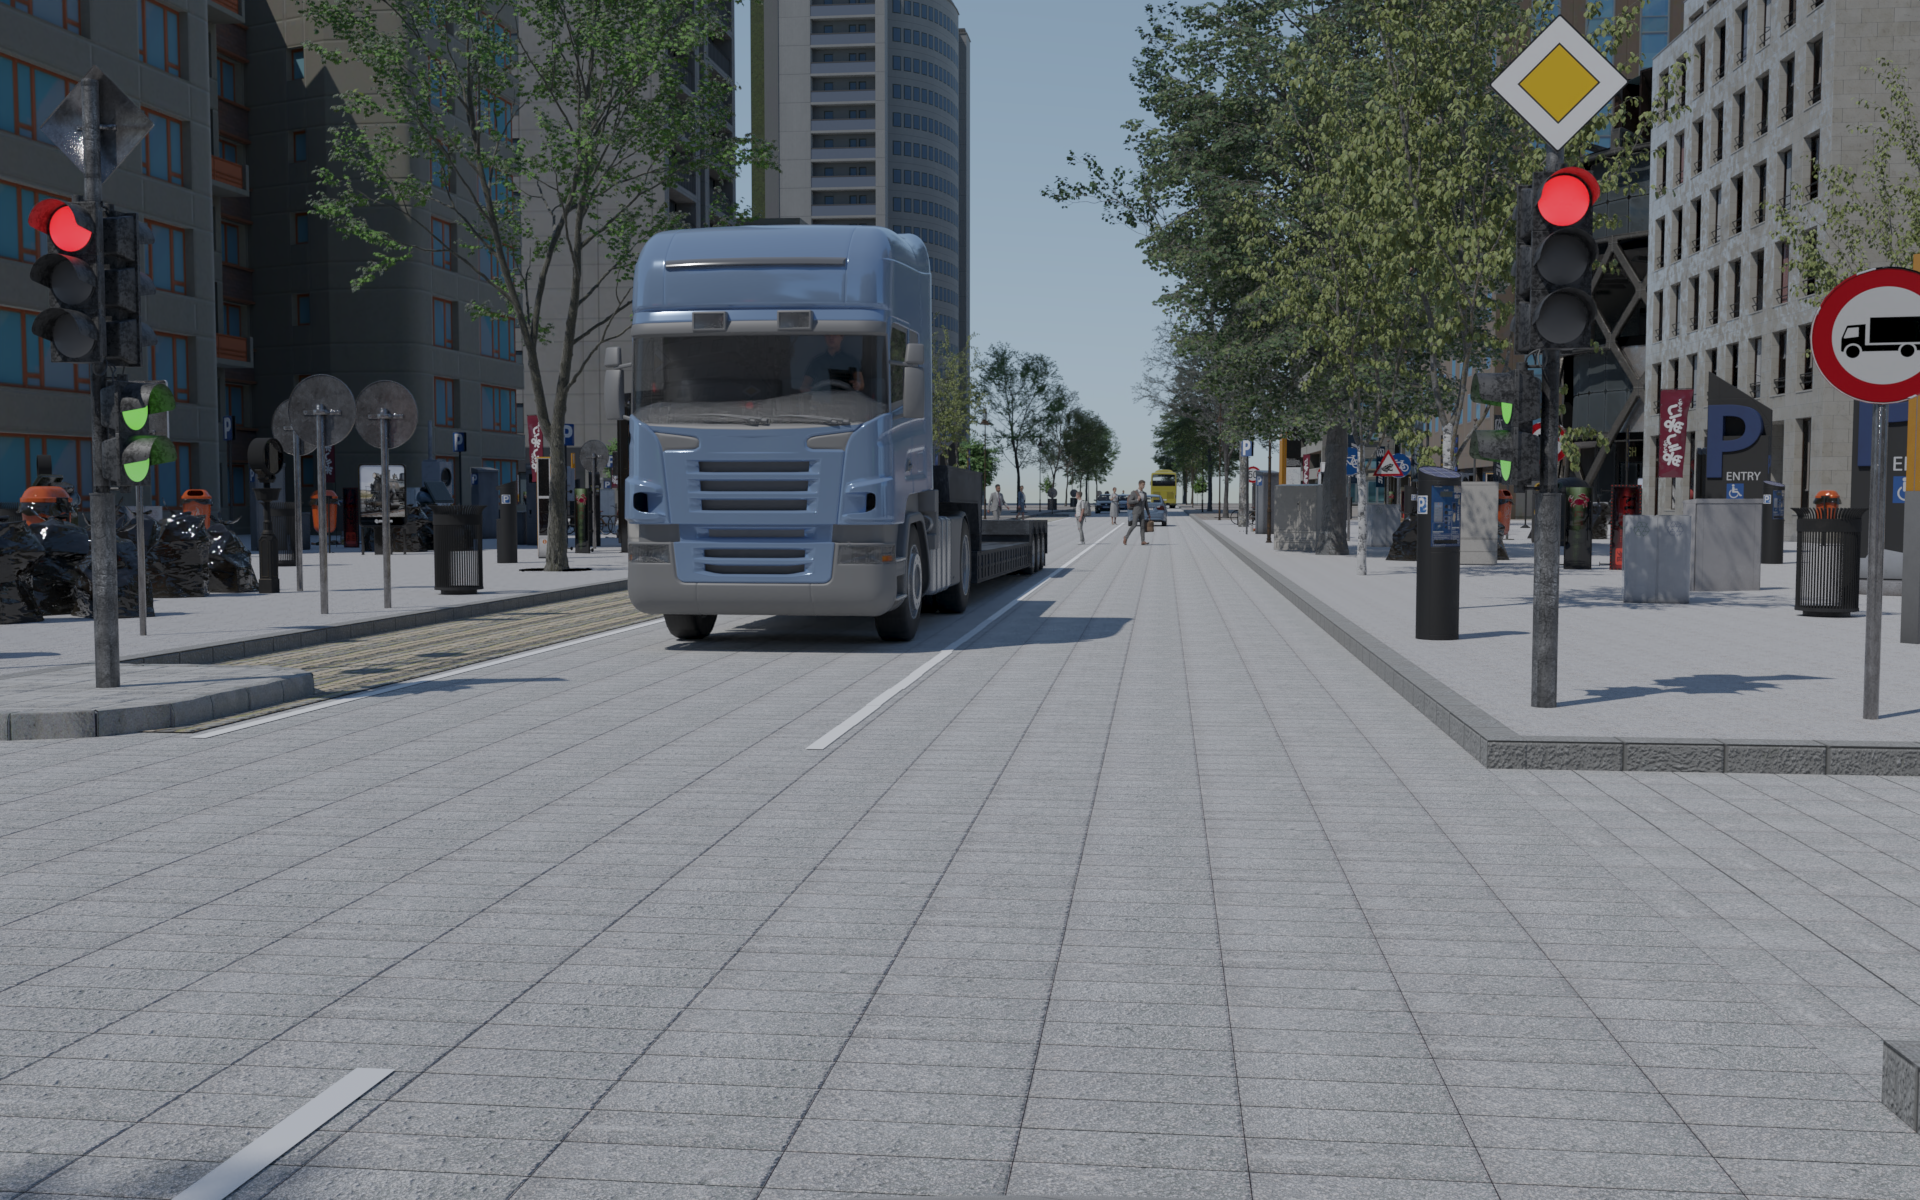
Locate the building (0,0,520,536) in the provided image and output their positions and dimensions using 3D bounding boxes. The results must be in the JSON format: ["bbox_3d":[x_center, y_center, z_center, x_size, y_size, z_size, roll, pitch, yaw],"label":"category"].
[{"bbox_3d":[-30.963,-12.459,48.750,27.650,21.520,28.899,0,4,7],"label":"building"}]

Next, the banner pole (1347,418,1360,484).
[{"bbox_3d":[11.330,-3.692,50.385,0.863,3.779,0.401,-1,4,-12],"label":"banner pole"}]

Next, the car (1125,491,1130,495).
[{"bbox_3d":[15.207,-9.166,159.650,2.009,1.686,4.222,0,4,7],"label":"car"}]

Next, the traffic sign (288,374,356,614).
[{"bbox_3d":[-6.797,-1.122,18.449,0.768,2.556,0.104,0,4,7],"label":"traffic sign"}]

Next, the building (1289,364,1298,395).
[{"bbox_3d":[51.375,-28.249,233.570,14.160,30.474,14.107,0,4,7],"label":"building"}]

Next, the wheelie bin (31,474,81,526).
[{"bbox_3d":[-14.686,-1.232,28.047,0.693,1.594,0.980,0,4,4],"label":"wheelie bin"}]

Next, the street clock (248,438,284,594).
[{"bbox_3d":[-8.948,-1.089,22.382,0.358,2.002,0.471,1,4,11],"label":"street clock"}]

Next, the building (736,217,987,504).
[{"bbox_3d":[-13.245,-32.677,226.148,32.217,40.220,23.993,0,4,7],"label":"building"}]

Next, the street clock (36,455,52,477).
[{"bbox_3d":[-16.908,-1.679,32.024,0.358,2.002,0.471,-2,4,-31],"label":"street clock"}]

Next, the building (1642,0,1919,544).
[{"bbox_3d":[28.360,-12.058,51.897,10.420,20.320,16.860,0,4,7],"label":"building"}]

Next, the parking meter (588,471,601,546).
[{"bbox_3d":[-8.986,-2.256,42.593,0.255,1.863,0.399,-1,4,-17],"label":"parking meter"}]

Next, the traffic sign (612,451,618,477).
[{"bbox_3d":[-7.996,-2.396,41.298,0.606,2.300,0.079,1,4,9],"label":"traffic sign"}]

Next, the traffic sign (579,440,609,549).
[{"bbox_3d":[-8.566,-2.471,40.512,0.768,2.556,0.104,1,4,16],"label":"traffic sign"}]

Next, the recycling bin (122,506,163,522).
[{"bbox_3d":[-17.299,-1.469,36.574,0.722,1.027,0.722,-3,4,-38],"label":"recycling bin"}]

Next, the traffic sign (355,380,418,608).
[{"bbox_3d":[-6.437,-1.180,19.406,0.768,2.556,0.104,1,4,9],"label":"traffic sign"}]

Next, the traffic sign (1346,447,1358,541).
[{"bbox_3d":[10.566,-2.870,47.027,0.768,2.556,0.104,1,4,15],"label":"traffic sign"}]

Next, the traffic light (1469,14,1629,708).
[{"bbox_3d":[3.504,-1.310,10.335,0.839,4.253,0.868,0,4,7],"label":"traffic light"}]

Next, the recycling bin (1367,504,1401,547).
[{"bbox_3d":[10.357,-1.831,42.484,0.722,1.027,0.722,0,4,-3],"label":"recycling bin"}]

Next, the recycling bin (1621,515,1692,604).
[{"bbox_3d":[8.286,-0.494,20.629,0.722,1.027,0.722,1,4,19],"label":"recycling bin"}]

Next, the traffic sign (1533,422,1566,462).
[{"bbox_3d":[10.206,-1.841,30.203,0.768,2.556,0.104,1,4,14],"label":"traffic sign"}]

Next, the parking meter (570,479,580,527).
[{"bbox_3d":[-14.812,-3.723,66.583,0.399,1.863,0.255,0,4,7],"label":"parking meter"}]

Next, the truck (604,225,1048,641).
[{"bbox_3d":[-0.724,-2.088,23.892,2.967,4.110,18.799,0,4,7],"label":"truck"}]

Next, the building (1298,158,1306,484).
[{"bbox_3d":[53.528,-36.109,214.077,21.300,48.544,21.600,0,4,7],"label":"building"}]

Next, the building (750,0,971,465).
[{"bbox_3d":[-10.818,-40.188,199.073,21.231,58.520,28.212,0,4,7],"label":"building"}]

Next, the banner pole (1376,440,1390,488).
[{"bbox_3d":[19.452,-5.477,79.569,0.863,3.779,0.401,-1,4,-18],"label":"banner pole"}]

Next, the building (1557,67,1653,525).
[{"bbox_3d":[33.912,-12.623,73.837,16.820,18.784,16.811,0,4,7],"label":"building"}]

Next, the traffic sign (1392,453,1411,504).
[{"bbox_3d":[13.669,-3.297,54.020,0.768,2.556,0.104,1,4,10],"label":"traffic sign"}]

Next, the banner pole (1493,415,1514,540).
[{"bbox_3d":[15.115,-3.561,48.238,0.863,3.779,0.401,-2,4,-33],"label":"banner pole"}]

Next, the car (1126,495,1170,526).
[{"bbox_3d":[8.481,-4.050,78.214,2.014,1.417,4.499,0,4,7],"label":"car"}]

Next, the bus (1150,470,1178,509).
[{"bbox_3d":[20.582,-11.214,174.888,2.896,3.916,12.252,0,4,7],"label":"bus"}]

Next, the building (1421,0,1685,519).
[{"bbox_3d":[36.909,-27.966,107.351,14.600,45.320,14.200,0,4,7],"label":"building"}]

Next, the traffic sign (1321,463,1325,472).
[{"bbox_3d":[11.911,-3.281,55.775,0.606,2.300,0.079,1,4,9],"label":"traffic sign"}]

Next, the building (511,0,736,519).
[{"bbox_3d":[-21.745,-40.349,97.960,20.563,71.187,20.611,0,4,7],"label":"building"}]

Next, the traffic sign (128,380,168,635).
[{"bbox_3d":[-7.408,-0.827,15.649,0.606,2.300,0.079,1,4,16],"label":"traffic sign"}]

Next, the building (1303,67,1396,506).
[{"bbox_3d":[50.417,-34.803,192.733,21.300,48.544,21.600,0,4,7],"label":"building"}]

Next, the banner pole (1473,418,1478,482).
[{"bbox_3d":[16.968,-4.103,57.107,0.401,3.779,0.863,1,4,17],"label":"banner pole"}]

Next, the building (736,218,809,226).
[{"bbox_3d":[-22.050,-17.092,124.489,27.650,21.520,28.899,0,4,7],"label":"building"}]

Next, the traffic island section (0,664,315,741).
[{"bbox_3d":[-5.685,0.658,11.529,2.009,0.180,2.903,0,4,7],"label":"traffic island section"}]

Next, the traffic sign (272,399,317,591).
[{"bbox_3d":[-8.718,-1.388,22.801,0.768,2.556,0.104,1,4,12],"label":"traffic sign"}]

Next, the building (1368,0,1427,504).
[{"bbox_3d":[43.204,-28.984,128.521,22.147,44.769,28.867,0,4,7],"label":"building"}]

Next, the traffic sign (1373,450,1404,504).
[{"bbox_3d":[12.605,-3.121,51.026,0.884,2.594,0.081,1,4,15],"label":"traffic sign"}]

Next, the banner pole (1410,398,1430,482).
[{"bbox_3d":[11.348,-3.217,42.613,0.863,3.779,0.401,-3,4,-36],"label":"banner pole"}]

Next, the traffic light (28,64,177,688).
[{"bbox_3d":[-5.647,-1.374,11.389,0.839,4.253,0.868,0,4,7],"label":"traffic light"}]

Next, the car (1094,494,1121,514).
[{"bbox_3d":[10.912,-7.229,127.980,2.009,1.686,4.222,0,4,8],"label":"car"}]

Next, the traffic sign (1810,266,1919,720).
[{"bbox_3d":[5.196,-0.593,9.804,0.768,2.556,0.104,1,4,16],"label":"traffic sign"}]

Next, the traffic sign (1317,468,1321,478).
[{"bbox_3d":[16.889,-4.893,80.110,0.768,2.556,0.104,1,4,15],"label":"traffic sign"}]

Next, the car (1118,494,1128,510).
[{"bbox_3d":[12.713,-7.554,135.517,2.014,1.417,4.499,0,4,7],"label":"car"}]

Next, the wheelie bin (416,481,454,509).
[{"bbox_3d":[-13.032,-2.139,42.889,0.693,1.594,0.980,2,4,29],"label":"wheelie bin"}]

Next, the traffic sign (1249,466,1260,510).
[{"bbox_3d":[13.379,-4.834,79.145,0.768,2.556,0.104,1,4,15],"label":"traffic sign"}]

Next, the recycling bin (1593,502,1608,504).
[{"bbox_3d":[19.541,-2.508,53.559,0.722,1.027,0.722,0,4,-5],"label":"recycling bin"}]
